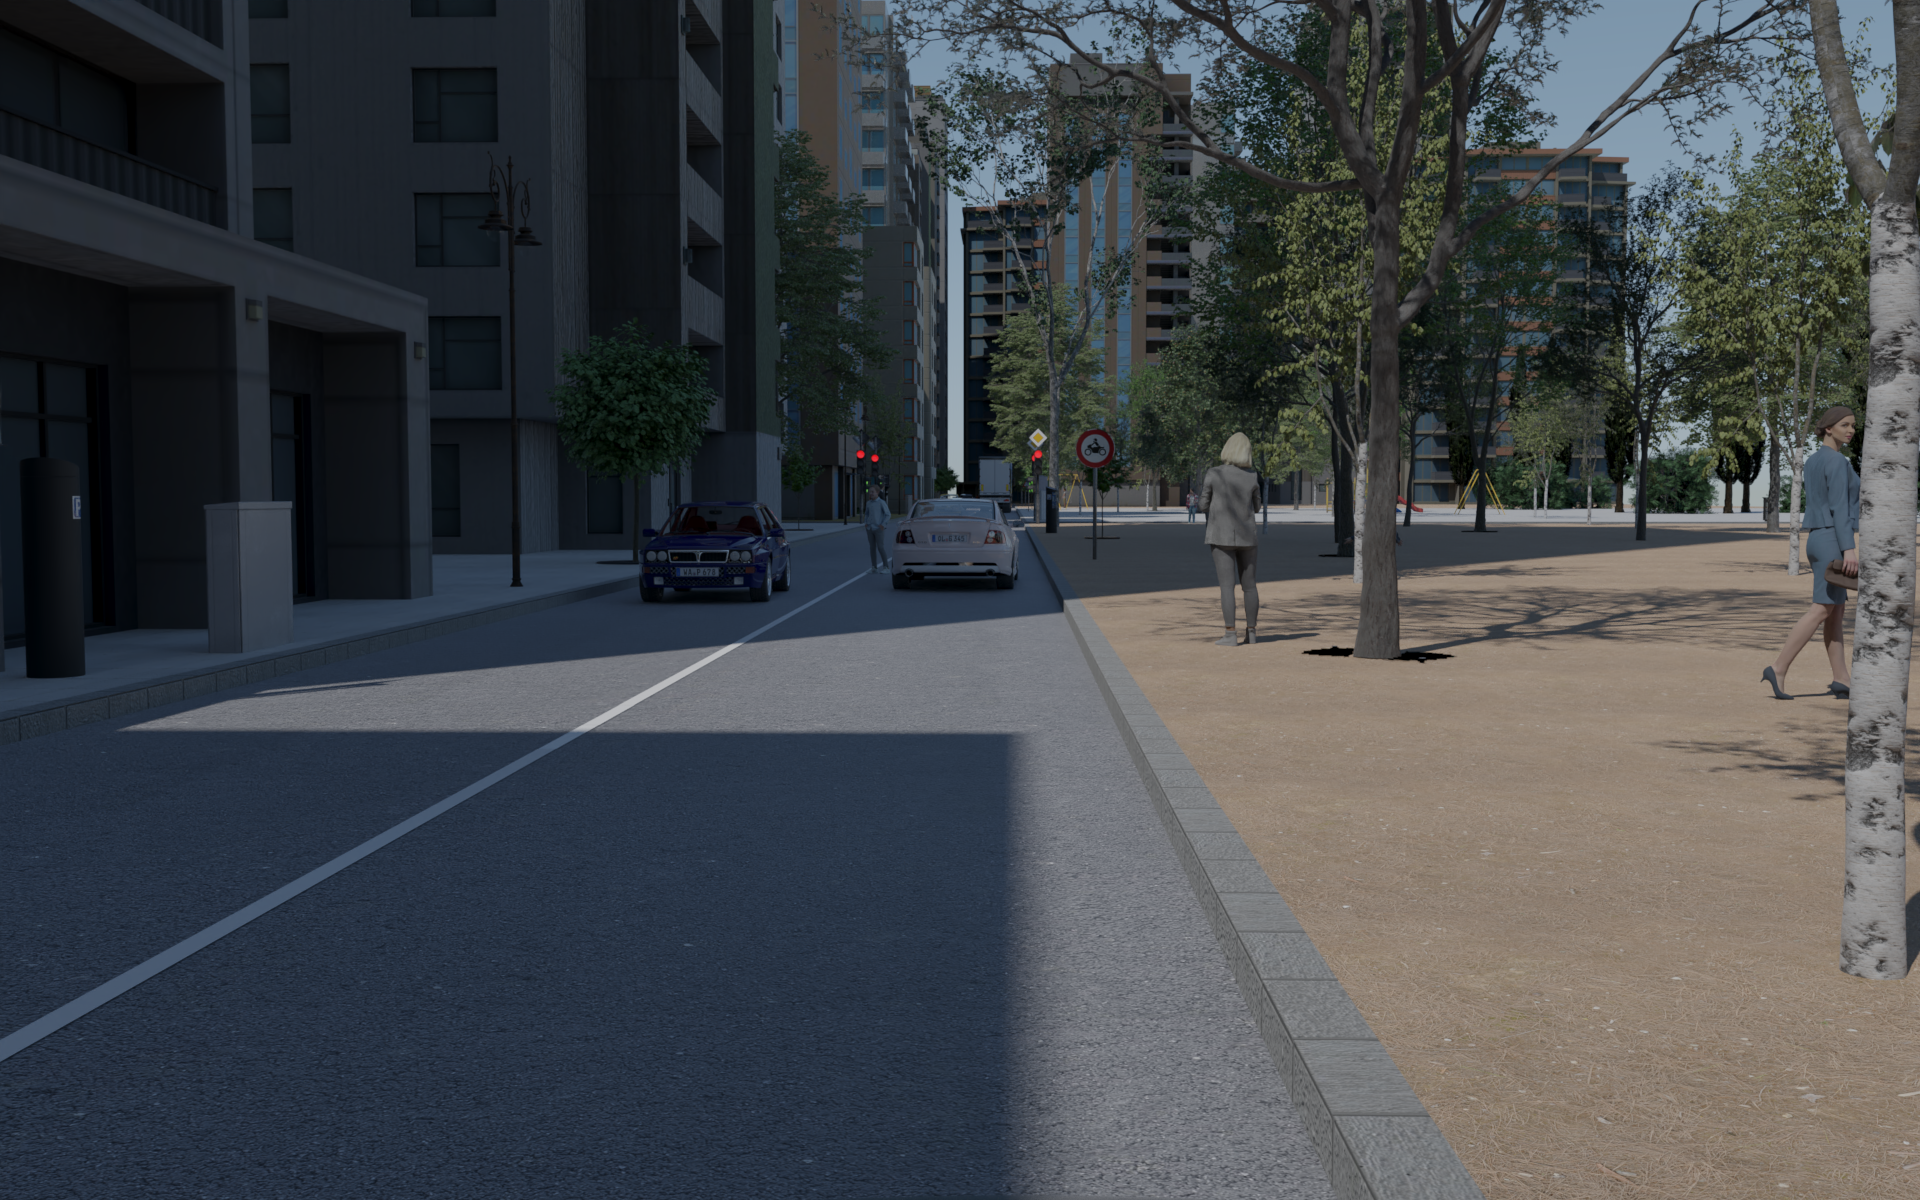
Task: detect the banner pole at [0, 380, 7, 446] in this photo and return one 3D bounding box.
[{"bbox_3d":[-6.208,-1.259,10.596,0.401,3.779,0.863,1,4,20],"label":"banner pole"}]

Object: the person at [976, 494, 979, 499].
[{"bbox_3d":[2.265,-13.385,230.598,0.557,1.426,1.065,2,4,33],"label":"person"}]

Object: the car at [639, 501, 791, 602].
[{"bbox_3d":[-3.380,-0.715,24.269,1.945,1.354,3.894,0,4,0],"label":"car"}]

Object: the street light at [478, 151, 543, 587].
[{"bbox_3d":[-6.144,-3.121,23.822,0.468,5.910,1.993,0,4,2],"label":"street light"}]

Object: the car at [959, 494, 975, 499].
[{"bbox_3d":[0.682,-10.903,190.265,2.014,1.417,4.499,0,4,1],"label":"car"}]

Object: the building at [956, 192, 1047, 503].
[{"bbox_3d":[13.023,-36.660,254.007,28.867,44.769,22.147,0,4,2],"label":"building"}]

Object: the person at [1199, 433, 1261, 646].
[{"bbox_3d":[2.296,-0.523,14.779,0.537,1.800,0.526,0,4,2],"label":"person"}]

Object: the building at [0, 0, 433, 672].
[{"bbox_3d":[-16.970,-35.302,15.439,20.563,71.187,20.611,0,4,2],"label":"building"}]

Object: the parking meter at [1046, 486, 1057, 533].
[{"bbox_3d":[2.996,-2.957,56.751,0.372,1.533,0.369,0,3,0],"label":"parking meter"}]

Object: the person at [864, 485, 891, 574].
[{"bbox_3d":[-1.525,-1.282,31.269,0.589,1.601,0.330,3,5,44],"label":"person"}]

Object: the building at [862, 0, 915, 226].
[{"bbox_3d":[-16.020,-33.840,172.896,23.786,49.044,30.456,0,4,2],"label":"building"}]

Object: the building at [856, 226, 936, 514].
[{"bbox_3d":[-16.172,-17.224,126.650,27.650,21.520,28.899,0,4,2],"label":"building"}]

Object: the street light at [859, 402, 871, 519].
[{"bbox_3d":[-4.520,-6.724,82.727,0.468,5.910,1.993,0,4,2],"label":"street light"}]

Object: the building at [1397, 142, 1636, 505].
[{"bbox_3d":[69.191,-34.463,218.089,28.867,44.769,22.147,0,4,2],"label":"building"}]

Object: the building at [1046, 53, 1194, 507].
[{"bbox_3d":[15.920,-32.256,177.490,14.600,45.320,14.200,0,4,2],"label":"building"}]

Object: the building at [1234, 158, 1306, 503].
[{"bbox_3d":[38.217,-38.435,252.110,21.600,48.544,21.300,0,4,2],"label":"building"}]

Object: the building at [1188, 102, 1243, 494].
[{"bbox_3d":[22.232,-36.376,214.359,23.786,49.044,30.456,0,4,2],"label":"building"}]

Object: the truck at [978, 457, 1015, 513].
[{"bbox_3d":[2.832,-8.976,135.665,2.839,4.237,11.283,0,4,2],"label":"truck"}]

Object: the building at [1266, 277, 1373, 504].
[{"bbox_3d":[47.230,-27.599,222.949,14.107,30.474,14.160,0,4,2],"label":"building"}]

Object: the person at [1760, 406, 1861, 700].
[{"bbox_3d":[5.362,-0.288,10.783,0.654,1.822,0.581,2,4,23],"label":"person"}]

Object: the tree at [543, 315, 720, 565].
[{"bbox_3d":[-6.062,-2.950,31.953,4.285,4.588,4.351,0,3,0],"label":"tree"}]

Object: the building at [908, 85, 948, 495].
[{"bbox_3d":[-15.869,-43.503,253.277,28.212,58.520,21.231,0,4,2],"label":"building"}]

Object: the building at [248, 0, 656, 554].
[{"bbox_3d":[-12.313,-16.527,41.923,14.160,30.474,14.107,0,4,2],"label":"building"}]

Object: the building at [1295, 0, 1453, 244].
[{"bbox_3d":[59.967,-49.671,250.378,20.611,71.187,20.563,0,4,2],"label":"building"}]

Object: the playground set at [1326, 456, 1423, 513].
[{"bbox_3d":[28.073,-7.957,116.874,5.637,4.214,5.302,0,4,-3],"label":"playground set"}]

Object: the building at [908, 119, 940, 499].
[{"bbox_3d":[-13.526,-36.527,220.913,21.600,48.544,21.300,0,4,2],"label":"building"}]

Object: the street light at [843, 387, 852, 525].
[{"bbox_3d":[-4.751,-6.050,71.708,0.468,5.910,1.993,0,4,2],"label":"street light"}]

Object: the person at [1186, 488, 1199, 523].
[{"bbox_3d":[10.604,-4.263,79.042,0.563,1.720,0.643,1,4,16],"label":"person"}]

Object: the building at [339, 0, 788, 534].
[{"bbox_3d":[-14.099,-18.048,66.791,14.107,30.474,14.160,0,4,2],"label":"building"}]

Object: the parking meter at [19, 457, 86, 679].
[{"bbox_3d":[-6.379,-0.230,12.176,0.372,1.533,0.369,0,3,0],"label":"parking meter"}]

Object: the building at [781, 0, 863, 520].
[{"bbox_3d":[-12.593,-26.919,90.240,14.600,45.320,14.200,0,4,2],"label":"building"}]

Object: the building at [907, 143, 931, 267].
[{"bbox_3d":[-10.605,-31.350,196.162,14.154,41.232,14.086,0,4,2],"label":"building"}]

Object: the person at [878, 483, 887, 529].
[{"bbox_3d":[-3.131,-3.684,68.511,0.755,1.850,0.659,-3,5,-42],"label":"person"}]

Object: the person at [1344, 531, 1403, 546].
[{"bbox_3d":[6.998,-1.079,29.190,1.012,1.151,0.738,0,4,6],"label":"person"}]

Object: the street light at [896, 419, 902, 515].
[{"bbox_3d":[-3.755,-8.228,107.313,0.468,5.910,1.993,0,4,2],"label":"street light"}]

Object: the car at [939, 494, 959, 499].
[{"bbox_3d":[-0.708,-6.308,113.360,2.015,1.641,3.980,0,4,0],"label":"car"}]

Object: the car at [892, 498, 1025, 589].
[{"bbox_3d":[-0.025,-0.925,27.494,2.083,1.381,4.827,0,4,3],"label":"car"}]

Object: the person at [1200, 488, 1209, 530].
[{"bbox_3d":[7.418,-2.749,51.194,0.606,1.804,0.583,0,4,-4],"label":"person"}]

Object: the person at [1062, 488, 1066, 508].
[{"bbox_3d":[9.669,-9.441,160.398,0.705,1.824,1.348,1,4,12],"label":"person"}]

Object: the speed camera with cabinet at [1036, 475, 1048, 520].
[{"bbox_3d":[4.098,-5.541,84.938,0.660,3.252,2.038,0,4,-6],"label":"speed camera with cabinet"}]
